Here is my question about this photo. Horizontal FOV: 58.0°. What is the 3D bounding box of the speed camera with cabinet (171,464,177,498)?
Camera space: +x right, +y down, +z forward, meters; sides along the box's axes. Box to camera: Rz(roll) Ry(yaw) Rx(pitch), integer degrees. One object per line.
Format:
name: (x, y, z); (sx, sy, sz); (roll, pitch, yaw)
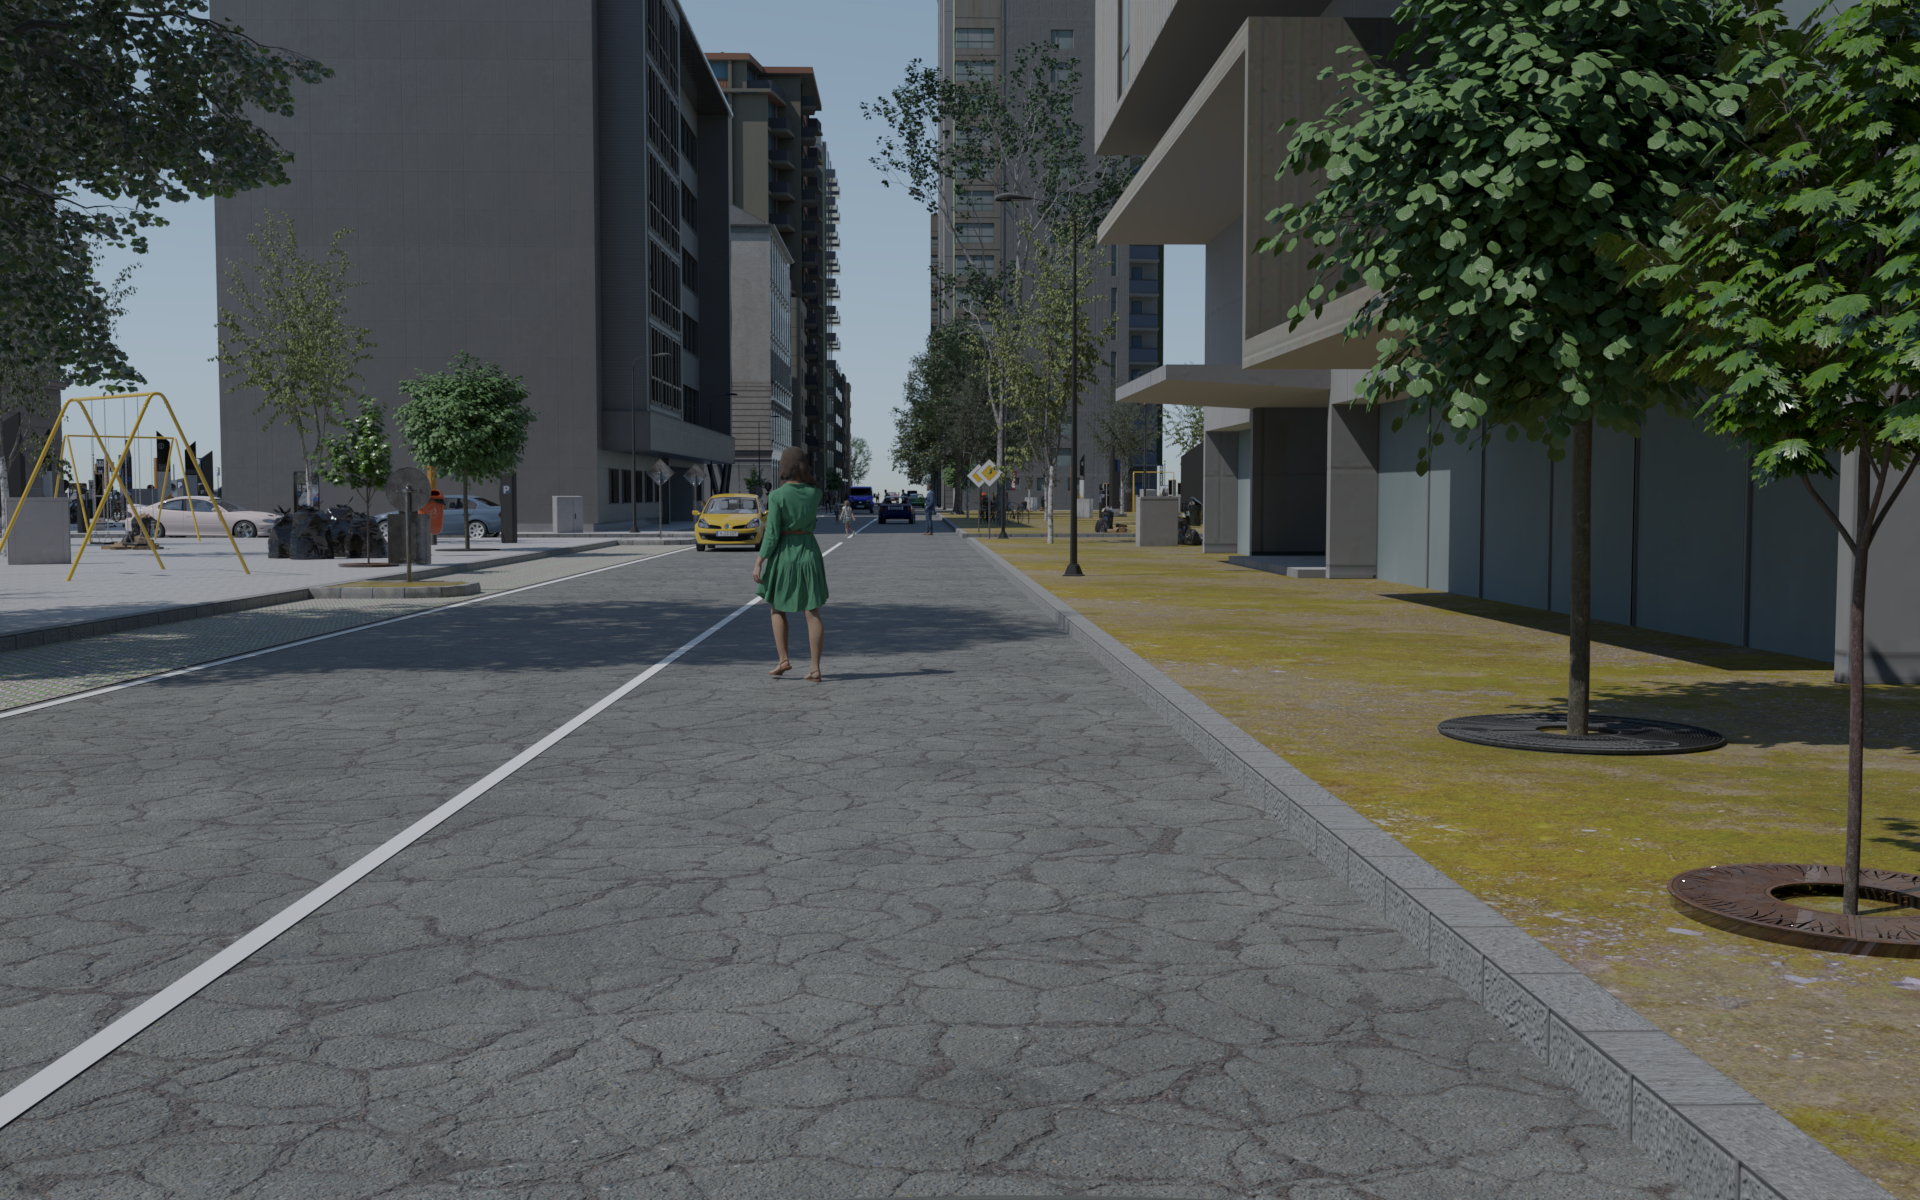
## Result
speed camera with cabinet: (-52.542, -7.325, 114.095); (2.038, 3.252, 0.660); (0, 4, -5)

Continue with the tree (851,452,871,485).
tree: (-16.799, -20.160, 279.978); (4.737, 8.622, 4.395); (0, 3, 0)

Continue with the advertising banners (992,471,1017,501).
advertising banners: (3.382, -8.254, 131.142); (2.074, 3.025, 0.090); (2, 4, 26)

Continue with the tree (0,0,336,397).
tree: (-10.219, -6.629, 15.044); (9.857, 13.997, 8.962); (0, 3, 0)

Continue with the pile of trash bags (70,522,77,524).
pile of trash bags: (-39.618, -3.954, 74.404); (3.447, 1.369, 1.912); (-2, 4, -31)

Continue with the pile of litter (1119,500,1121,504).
pile of litter: (11.868, -7.207, 131.807); (1.176, 0.858, 1.719); (-2, 4, -24)

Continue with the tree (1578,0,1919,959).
tree: (2.679, -0.639, 5.048); (1.663, 3.219, 1.824); (0, 3, 0)

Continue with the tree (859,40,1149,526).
tree: (3.069, -13.132, 70.599); (12.611, 20.169, 13.585); (0, 3, 0)

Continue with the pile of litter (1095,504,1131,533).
pile of litter: (5.183, -2.696, 58.047); (1.719, 0.858, 1.176); (-3, 5, -43)

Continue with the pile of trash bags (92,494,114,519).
pile of trash bags: (-44.727, -4.873, 89.427); (1.912, 1.369, 3.447); (-2, 4, -35)

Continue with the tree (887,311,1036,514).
tree: (-0.049, -11.742, 108.988); (9.611, 12.733, 9.660); (0, 3, 0)

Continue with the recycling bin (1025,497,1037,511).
recycling bin: (5.425, -7.323, 132.279); (0.722, 1.027, 0.722); (2, 4, 28)

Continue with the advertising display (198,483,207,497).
advertising display: (-43.495, -5.712, 98.604); (0.123, 1.923, 0.974); (2, 4, 34)

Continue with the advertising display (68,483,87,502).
advertising display: (-50.851, -5.789, 99.864); (0.974, 1.923, 0.123); (-1, 4, -12)

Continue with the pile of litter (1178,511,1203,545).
pile of litter: (5.747, -1.824, 43.793); (1.176, 0.858, 1.719); (-2, 4, -29)

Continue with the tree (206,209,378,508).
tree: (-16.921, -5.765, 44.613); (4.737, 8.622, 4.395); (0, 3, 0)

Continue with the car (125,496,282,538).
car: (-23.295, -2.529, 53.714); (4.827, 1.381, 2.083); (0, 4, 0)

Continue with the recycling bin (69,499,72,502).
recycling bin: (-48.227, -4.936, 93.265); (0.722, 1.027, 0.722); (-2, 4, -31)

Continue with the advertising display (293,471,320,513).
advertising display: (-18.519, -2.685, 49.114); (0.123, 1.923, 0.974); (1, 4, 18)

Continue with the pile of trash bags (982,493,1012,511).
pile of trash bags: (2.410, -7.243, 128.170); (1.912, 1.369, 3.447); (-2, 4, -29)

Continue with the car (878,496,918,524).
car: (-3.046, -4.372, 84.062); (1.945, 1.354, 3.894); (0, 4, 0)

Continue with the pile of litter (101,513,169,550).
pile of litter: (-19.143, -1.601, 40.144); (1.719, 0.858, 1.176); (3, 4, 37)

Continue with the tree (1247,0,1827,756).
tree: (3.230, -1.554, 9.121); (4.285, 4.588, 4.351); (0, 3, 0)

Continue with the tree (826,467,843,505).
tree: (-15.573, -13.775, 208.926); (4.285, 4.588, 4.351); (0, 3, 0)

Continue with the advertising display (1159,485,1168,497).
advertising display: (14.724, -7.310, 124.727); (0.123, 1.923, 0.974); (-2, 4, -34)

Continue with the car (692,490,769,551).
car: (-5.807, -2.099, 44.540); (2.015, 1.641, 3.980); (0, 4, -2)

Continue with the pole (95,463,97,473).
pole: (-57.365, -7.418, 115.126); (0.158, 3.312, 0.155); (0, 3, 0)

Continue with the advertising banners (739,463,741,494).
advertising banners: (-11.046, -5.544, 86.826); (0.090, 3.025, 2.074); (0, 4, -8)

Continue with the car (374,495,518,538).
car: (-16.146, -2.576, 54.114); (4.499, 1.417, 2.014); (0, 4, 0)

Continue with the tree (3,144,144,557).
tree: (-19.121, -5.171, 34.914); (4.360, 8.622, 3.978); (0, 3, 0)

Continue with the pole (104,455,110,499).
pole: (-45.036, -5.971, 91.465); (0.158, 3.312, 0.155); (0, 3, 0)

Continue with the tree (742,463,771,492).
tree: (-13.039, -7.026, 109.474); (1.663, 3.219, 1.824); (0, 3, 0)

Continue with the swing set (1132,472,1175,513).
swing set: (13.484, -7.591, 121.731); (3.119, 2.851, 2.862); (0, 4, 3)

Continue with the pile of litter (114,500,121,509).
pile of litter: (-58.416, -6.464, 119.656); (1.176, 0.858, 1.719); (0, 4, -6)

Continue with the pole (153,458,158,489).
pole: (-44.922, -6.297, 96.806); (0.158, 3.312, 0.155); (0, 3, 0)

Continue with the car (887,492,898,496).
car: (-11.373, -17.152, 289.100); (2.281, 1.827, 5.304); (0, 4, -3)

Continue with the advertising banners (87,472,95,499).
advertising banners: (-64.798, -8.092, 128.498); (2.074, 3.025, 0.090); (-3, 5, -44)

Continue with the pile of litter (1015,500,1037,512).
pile of litter: (4.801, -6.819, 125.462); (1.719, 0.858, 1.176); (0, 4, -6)

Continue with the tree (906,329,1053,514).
tree: (1.201, -9.963, 97.313); (8.767, 10.594, 7.601); (0, 4, -1)

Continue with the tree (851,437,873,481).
tree: (-18.316, -22.376, 291.602); (9.928, 11.665, 9.643); (0, 3, 0)

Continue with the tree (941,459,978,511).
tree: (0.121, -9.250, 134.949); (4.285, 4.588, 4.351); (0, 3, 0)

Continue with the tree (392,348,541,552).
tree: (-11.142, -3.399, 39.289); (4.285, 4.588, 4.351); (0, 3, 0)

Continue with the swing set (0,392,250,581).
swing set: (-13.254, -1.817, 27.331); (3.119, 2.851, 2.862); (3, 5, 39)

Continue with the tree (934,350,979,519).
tree: (0.534, -8.485, 89.085); (4.360, 8.622, 3.978); (0, 3, 0)

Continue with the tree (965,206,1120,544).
tree: (2.293, -5.779, 44.853); (4.737, 8.622, 4.395); (0, 3, 0)

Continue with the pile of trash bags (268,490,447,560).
pile of trash bags: (-12.146, -1.552, 35.122); (3.447, 1.369, 1.912); (-2, 4, -33)

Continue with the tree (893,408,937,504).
tree: (-3.307, -19.012, 217.504); (9.857, 13.997, 8.962); (0, 3, 0)

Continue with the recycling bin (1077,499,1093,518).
recycling bin: (6.621, -4.840, 91.693); (0.722, 1.027, 0.722); (1, 4, 17)

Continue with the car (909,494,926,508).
car: (-4.477, -10.387, 178.625); (1.959, 1.807, 4.718); (0, 4, -3)

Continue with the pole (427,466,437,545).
pole: (-13.258, -3.034, 43.452); (0.158, 3.312, 0.155); (0, 3, 0)
